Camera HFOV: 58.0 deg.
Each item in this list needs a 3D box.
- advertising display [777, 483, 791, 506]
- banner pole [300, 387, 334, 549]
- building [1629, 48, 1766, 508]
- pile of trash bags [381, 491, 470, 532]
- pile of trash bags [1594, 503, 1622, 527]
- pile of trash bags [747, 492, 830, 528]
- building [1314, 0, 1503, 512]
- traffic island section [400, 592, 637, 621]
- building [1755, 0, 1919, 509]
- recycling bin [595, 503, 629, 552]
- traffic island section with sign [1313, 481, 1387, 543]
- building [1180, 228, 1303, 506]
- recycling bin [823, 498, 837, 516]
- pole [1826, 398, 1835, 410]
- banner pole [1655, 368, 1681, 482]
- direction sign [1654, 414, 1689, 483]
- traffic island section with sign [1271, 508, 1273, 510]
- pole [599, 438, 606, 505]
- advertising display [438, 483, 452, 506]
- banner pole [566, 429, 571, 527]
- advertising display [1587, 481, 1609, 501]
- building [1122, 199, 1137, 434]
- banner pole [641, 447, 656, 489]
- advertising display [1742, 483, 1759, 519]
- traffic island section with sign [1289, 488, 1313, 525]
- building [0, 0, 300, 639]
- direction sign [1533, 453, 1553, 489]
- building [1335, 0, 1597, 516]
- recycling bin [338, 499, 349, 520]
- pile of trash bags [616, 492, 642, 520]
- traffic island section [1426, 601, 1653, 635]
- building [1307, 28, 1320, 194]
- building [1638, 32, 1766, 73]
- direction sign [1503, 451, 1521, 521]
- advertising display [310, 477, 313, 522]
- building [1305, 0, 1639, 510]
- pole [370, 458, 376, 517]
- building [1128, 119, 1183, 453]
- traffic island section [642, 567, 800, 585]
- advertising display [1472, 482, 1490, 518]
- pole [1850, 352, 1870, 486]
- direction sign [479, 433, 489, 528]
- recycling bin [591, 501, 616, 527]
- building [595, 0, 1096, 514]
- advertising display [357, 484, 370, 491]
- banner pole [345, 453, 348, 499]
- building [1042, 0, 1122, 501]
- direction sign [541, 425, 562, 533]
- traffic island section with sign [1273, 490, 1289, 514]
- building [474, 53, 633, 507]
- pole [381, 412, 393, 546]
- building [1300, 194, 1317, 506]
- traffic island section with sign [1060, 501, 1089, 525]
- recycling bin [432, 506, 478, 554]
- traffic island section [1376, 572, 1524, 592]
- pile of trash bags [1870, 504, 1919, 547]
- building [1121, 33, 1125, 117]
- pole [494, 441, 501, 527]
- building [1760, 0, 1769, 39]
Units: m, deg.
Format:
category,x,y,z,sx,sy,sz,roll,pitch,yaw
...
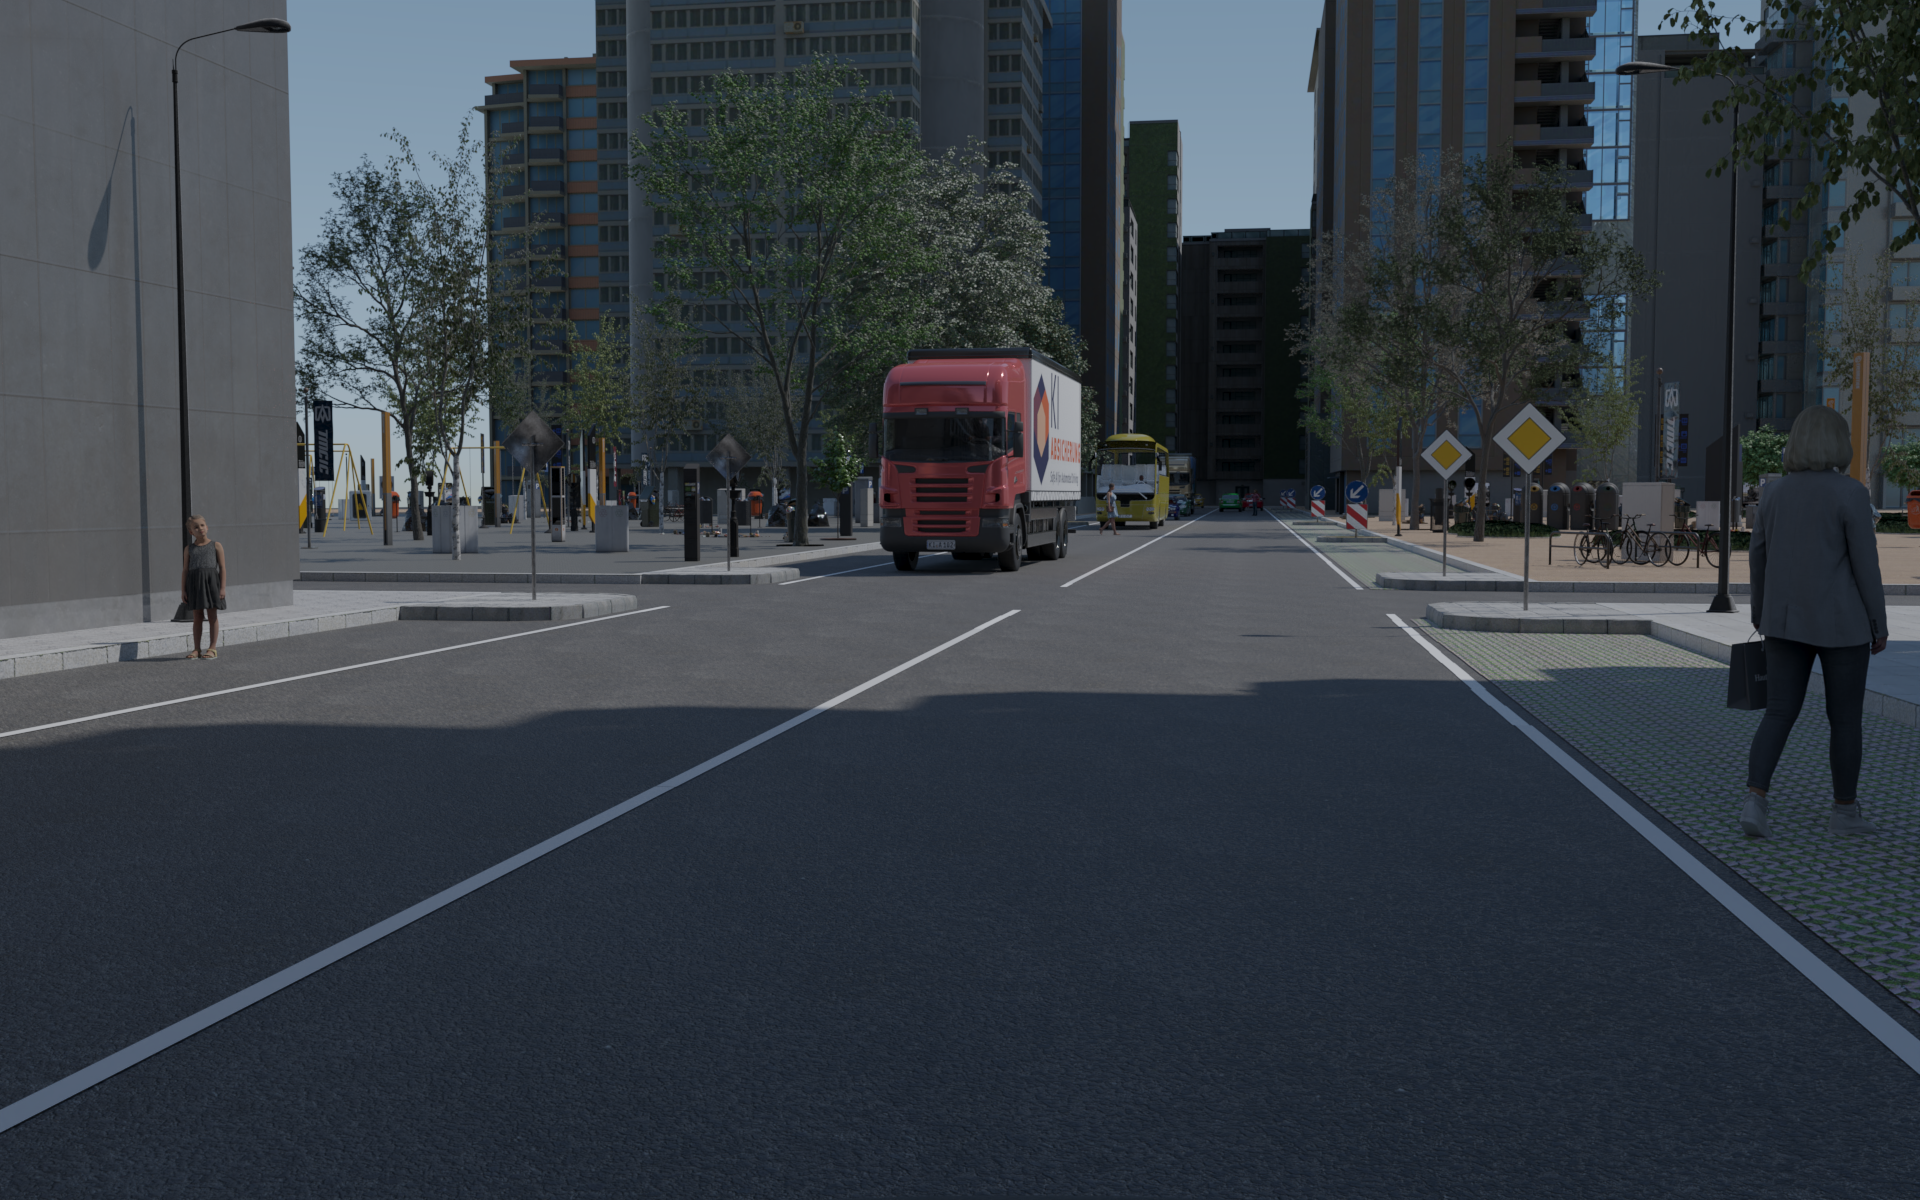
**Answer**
category,x,y,z,sx,sy,sz,roll,pitch,yaw
advertising display,-10.746,-6.111,105.126,0.974,1.923,0.123,-2,4,-27
banner pole,-15.127,-3.104,40.768,0.863,3.779,0.401,0,4,1
building,65.959,-29.314,162.876,14.086,41.232,14.154,1,4,9
pile of trash bags,-18.455,-3.051,59.638,1.912,1.369,3.447,2,4,30
pile of trash bags,25.629,-3.548,67.761,3.447,1.369,1.912,-2,4,-32
pile of trash bags,-6.838,-3.523,67.352,1.912,1.369,3.447,3,5,44
building,38.772,-30.761,153.059,14.600,45.320,14.200,1,4,9
traffic island section,-5.181,0.079,20.988,2.009,0.180,2.903,1,4,9
building,87.880,-32.710,154.411,30.456,49.044,23.786,1,4,9
recycling bin,-7.733,-1.585,38.462,0.722,1.027,0.722,-1,4,-12
traffic island section with sign,11.653,-2.626,51.564,1.989,1.847,2.006,1,4,9
building,31.421,-25.652,191.118,14.107,30.474,14.160,1,4,9
recycling bin,-7.699,-5.525,102.882,0.722,1.027,0.722,1,4,11
pole,18.529,-2.637,36.951,0.158,3.312,0.155,0,3,0
banner pole,13.933,-2.705,34.238,0.401,3.779,0.863,-1,4,-15
direction sign,20.113,-3.488,49.029,0.876,3.537,0.379,2,4,26
traffic island section with sign,28.717,-8.916,154.404,1.989,1.847,2.006,1,4,9
pole,-13.016,-4.231,63.024,0.158,3.312,0.155,0,3,0
advertising display,-28.746,-5.597,96.730,0.123,1.923,0.974,2,4,31
banner pole,-15.122,-4.706,66.959,0.401,3.779,0.863,0,4,-4
advertising display,30.335,-4.721,82.408,0.974,1.923,0.123,0,4,7
building,10.429,-24.519,172.593,14.107,30.474,14.160,1,4,9
banner pole,-16.653,-6.255,92.278,0.401,3.779,0.863,3,5,40
advertising display,40.600,-5.113,88.818,0.974,1.923,0.123,0,4,7
traffic island section with sign,16.286,-4.334,79.492,1.989,1.847,2.006,1,4,9
building,-23.258,-12.069,16.400,30.058,24.678,14.314,1,4,9
direction sign,23.837,-4.825,70.882,0.379,3.537,0.876,-3,4,-39
building,30.667,-27.991,107.757,14.600,45.320,14.200,1,4,9
recycling bin,-30.829,-4.562,87.146,0.722,1.027,0.722,-3,4,-36
pile of trash bags,-16.300,-4.706,86.703,1.912,1.369,3.447,-1,4,-17
traffic island section,6.254,0.195,19.094,2.009,0.180,2.903,1,4,9
building,53.107,-36.993,194.069,27.495,52.752,28.713,1,4,9
building,76.718,-34.424,186.534,21.600,48.544,21.300,1,4,9
direction sign,25.250,-5.337,79.254,0.876,3.537,0.379,3,5,44
advertising display,-25.139,-3.728,66.160,0.123,1.923,0.974,2,4,25
building,38.101,-49.931,129.048,22.319,86.520,31.000,1,4,9
pole,-33.551,-6.431,98.989,0.158,3.312,0.155,0,3,0
building,17.562,-31.179,193.376,14.086,41.232,14.154,1,4,9
traffic island section,-3.874,-0.403,28.866,2.009,0.180,2.903,1,4,9
advertising display,27.983,-5.372,93.046,0.974,1.923,0.123,0,4,-7
pole,13.006,-1.911,25.080,0.158,3.312,0.155,0,3,0
direction sign,-17.853,-4.454,64.827,0.379,3.537,0.876,-1,4,-8
recycling bin,-13.768,-3.328,66.969,0.722,1.027,0.722,2,4,25
building,-7.349,-26.015,117.233,32.217,40.220,23.993,1,4,9
advertising display,-38.011,-6.435,110.429,0.974,1.923,0.123,2,4,28
banner pole,-37.640,-7.117,106.381,0.401,3.779,0.863,-1,4,-15
building,5.043,-29.617,134.350,14.600,45.320,14.200,1,4,9
direction sign,-13.430,-3.952,56.616,0.876,3.537,0.379,0,4,1
traffic island section with sign,24.242,-7.267,127.444,1.989,1.847,2.006,1,4,9
building,-31.905,-31.800,174.559,28.867,44.769,22.147,1,4,9
pole,-14.290,-3.017,43.176,0.158,3.312,0.155,0,3,0
building,40.779,-24.208,167.500,14.160,30.474,14.107,1,4,9
traffic island section with sign,4.943,-4.365,79.998,1.989,1.847,2.006,1,4,9
recycling bin,-10.975,-1.535,37.646,0.722,1.027,0.722,3,5,39
traffic island section,7.561,-0.287,26.972,2.009,0.180,2.903,1,4,9
pile of trash bags,22.320,-2.028,42.908,1.912,1.369,3.447,-3,4,-36
building,6.528,-28.437,148.538,14.154,41.232,14.086,1,4,9
pole,-17.797,-4.450,66.595,0.158,3.312,0.155,0,3,0
building,97.533,-45.511,182.358,20.611,71.187,20.563,1,4,9
